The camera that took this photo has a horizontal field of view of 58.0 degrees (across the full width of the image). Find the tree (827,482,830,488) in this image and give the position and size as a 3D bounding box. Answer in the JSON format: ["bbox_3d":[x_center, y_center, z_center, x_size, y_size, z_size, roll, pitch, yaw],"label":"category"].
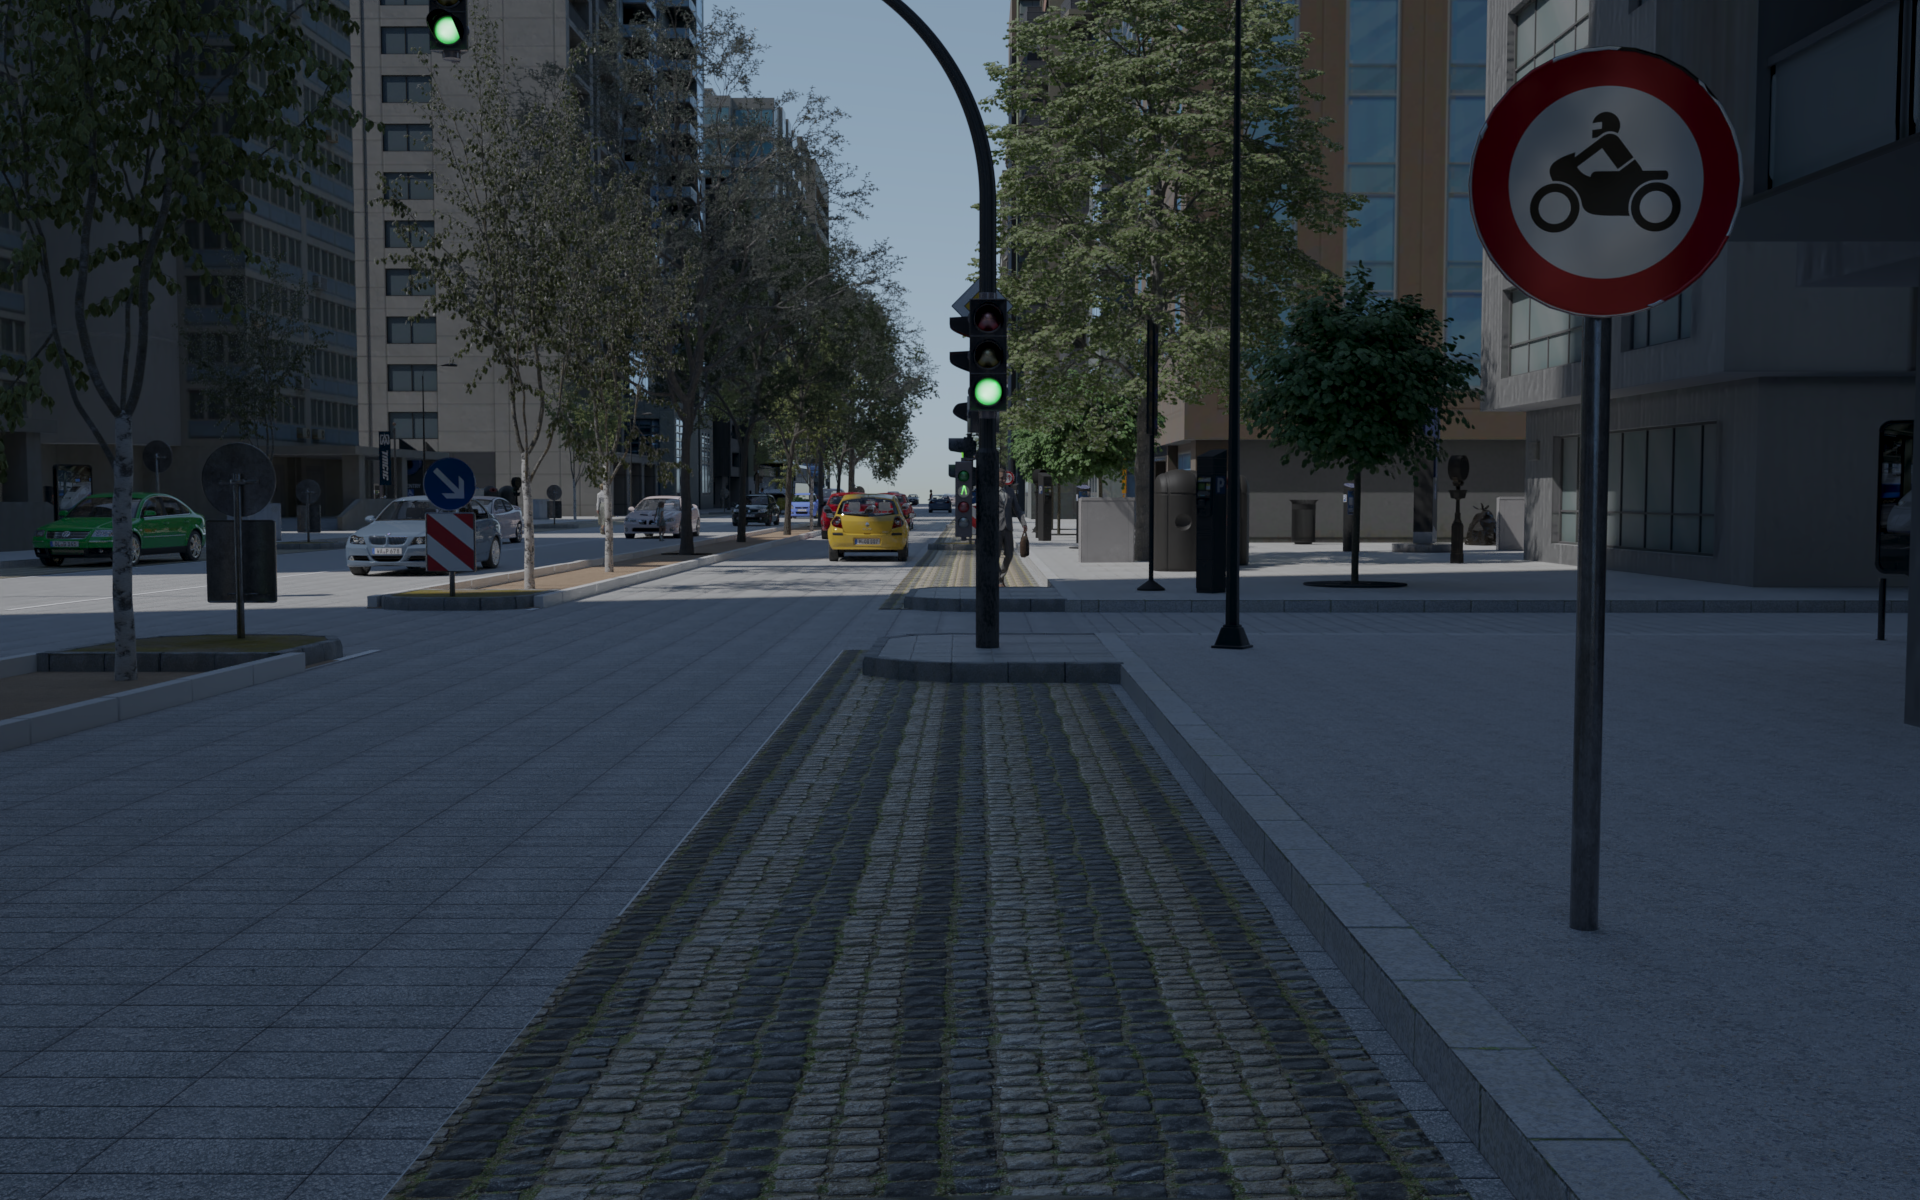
[{"bbox_3d":[-17.840,-14.448,230.828,1.663,3.219,1.824,0,3,0],"label":"tree"}]

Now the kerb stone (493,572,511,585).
[{"bbox_3d":[-7.342,-0.318,27.400,0.120,0.150,1.000,0,4,0],"label":"kerb stone"}]

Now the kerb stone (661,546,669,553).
[{"bbox_3d":[-7.223,-1.193,41.732,0.120,0.150,1.000,0,4,0],"label":"kerb stone"}]

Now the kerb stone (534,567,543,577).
[{"bbox_3d":[-7.324,-0.443,29.444,0.120,0.150,1.000,0,4,0],"label":"kerb stone"}]

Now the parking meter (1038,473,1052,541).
[{"bbox_3d":[2.321,-2.544,47.301,0.255,1.863,0.399,-2,4,-23],"label":"parking meter"}]

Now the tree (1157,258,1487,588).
[{"bbox_3d":[5.577,-2.471,24.109,4.285,4.588,4.351,0,3,0],"label":"tree"}]

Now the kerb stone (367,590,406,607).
[{"bbox_3d":[-7.390,-0.005,22.280,0.120,0.150,1.000,0,4,0],"label":"kerb stone"}]

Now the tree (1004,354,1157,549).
[{"bbox_3d":[3.274,-3.485,40.693,4.285,4.588,4.351,0,3,0],"label":"tree"}]

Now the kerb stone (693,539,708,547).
[{"bbox_3d":[-7.173,-1.571,47.878,0.120,0.150,1.000,0,4,0],"label":"kerb stone"}]

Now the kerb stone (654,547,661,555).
[{"bbox_3d":[-7.233,-1.132,40.708,0.120,0.150,1.000,0,4,0],"label":"kerb stone"}]

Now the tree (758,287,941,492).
[{"bbox_3d":[-5.852,-10.628,93.226,9.611,12.733,9.660,0,3,0],"label":"tree"}]

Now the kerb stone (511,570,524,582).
[{"bbox_3d":[-7.330,-0.378,28.422,0.120,0.150,1.000,0,4,0],"label":"kerb stone"}]

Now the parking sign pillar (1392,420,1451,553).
[{"bbox_3d":[10.328,-3.051,38.351,1.447,3.967,1.447,1,4,20],"label":"parking sign pillar"}]

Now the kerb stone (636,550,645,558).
[{"bbox_3d":[-7.245,-1.003,38.658,0.120,0.150,1.000,0,4,0],"label":"kerb stone"}]

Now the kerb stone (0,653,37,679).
[{"bbox_3d":[-7.457,0.530,13.523,0.120,0.150,1.000,0,4,0],"label":"kerb stone"}]

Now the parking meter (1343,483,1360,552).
[{"bbox_3d":[8.741,-1.850,38.655,0.372,1.533,0.369,0,3,0],"label":"parking meter"}]

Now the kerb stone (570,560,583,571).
[{"bbox_3d":[-7.298,-0.625,32.517,0.120,0.150,1.000,0,4,0],"label":"kerb stone"}]

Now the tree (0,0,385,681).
[{"bbox_3d":[-6.425,-3.695,13.239,4.737,8.622,4.395,0,3,0],"label":"tree"}]

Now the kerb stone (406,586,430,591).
[{"bbox_3d":[-7.381,-0.065,23.311,0.120,0.150,1.000,0,4,0],"label":"kerb stone"}]

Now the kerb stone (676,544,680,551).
[{"bbox_3d":[-7.201,-1.320,43.778,0.120,0.150,1.000,0,4,0],"label":"kerb stone"}]

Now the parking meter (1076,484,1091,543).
[{"bbox_3d":[3.224,-2.254,45.271,0.372,1.533,0.369,0,3,0],"label":"parking meter"}]

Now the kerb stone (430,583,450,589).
[{"bbox_3d":[-7.370,-0.130,24.334,0.120,0.150,1.000,0,4,0],"label":"kerb stone"}]

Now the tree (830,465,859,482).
[{"bbox_3d":[-18.127,-20.244,256.744,9.928,11.665,9.643,0,3,0],"label":"tree"}]

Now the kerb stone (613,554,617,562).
[{"bbox_3d":[-7.268,-0.819,35.583,0.120,0.150,1.000,0,4,0],"label":"kerb stone"}]

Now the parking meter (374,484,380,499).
[{"bbox_3d":[-32.801,-5.610,97.433,0.255,1.863,0.399,-2,4,-29],"label":"parking meter"}]

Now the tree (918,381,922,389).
[{"bbox_3d":[-6.056,-9.036,84.602,8.767,10.594,7.601,0,4,0],"label":"tree"}]

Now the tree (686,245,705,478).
[{"bbox_3d":[-6.380,-4.786,31.078,4.360,8.622,3.978,0,3,0],"label":"tree"}]

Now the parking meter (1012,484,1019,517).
[{"bbox_3d":[3.081,-5.524,96.035,0.255,1.863,0.399,2,4,25],"label":"parking meter"}]

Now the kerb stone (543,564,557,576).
[{"bbox_3d":[-7.322,-0.506,30.466,0.120,0.150,1.000,0,4,0],"label":"kerb stone"}]

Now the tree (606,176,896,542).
[{"bbox_3d":[-6.500,-6.956,50.600,8.767,10.594,7.601,0,4,0],"label":"tree"}]

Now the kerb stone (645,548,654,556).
[{"bbox_3d":[-7.226,-1.070,39.686,0.120,0.150,1.000,0,4,0],"label":"kerb stone"}]

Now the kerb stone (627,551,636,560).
[{"bbox_3d":[-7.263,-0.944,37.629,0.120,0.150,1.000,0,4,0],"label":"kerb stone"}]

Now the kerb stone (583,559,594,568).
[{"bbox_3d":[-7.300,-0.694,33.539,0.120,0.150,1.000,0,4,0],"label":"kerb stone"}]

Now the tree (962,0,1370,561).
[{"bbox_3d":[3.950,-7.024,32.968,7.486,12.596,7.792,0,3,0],"label":"tree"}]

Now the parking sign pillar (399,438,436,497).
[{"bbox_3d":[-26.294,-5.787,83.094,1.447,3.967,1.447,0,4,7],"label":"parking sign pillar"}]

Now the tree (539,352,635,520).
[{"bbox_3d":[-19.085,-8.324,86.467,4.737,8.622,4.395,0,3,0],"label":"tree"}]

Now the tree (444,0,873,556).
[{"bbox_3d":[-6.439,-7.800,40.358,12.009,13.543,11.850,0,3,0],"label":"tree"}]

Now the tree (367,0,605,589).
[{"bbox_3d":[-6.441,-4.444,25.485,4.360,8.622,3.978,0,3,0],"label":"tree"}]

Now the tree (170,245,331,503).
[{"bbox_3d":[-20.456,-6.116,50.354,4.360,8.622,3.978,0,3,0],"label":"tree"}]

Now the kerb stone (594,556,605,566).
[{"bbox_3d":[-7.287,-0.745,34.562,0.120,0.150,1.000,0,4,0],"label":"kerb stone"}]

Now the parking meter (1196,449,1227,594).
[{"bbox_3d":[3.255,-1.023,22.440,0.255,1.863,0.399,3,5,41],"label":"parking meter"}]

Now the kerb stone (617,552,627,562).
[{"bbox_3d":[-7.261,-0.881,36.605,0.120,0.150,1.000,0,4,0],"label":"kerb stone"}]

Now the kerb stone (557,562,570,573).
[{"bbox_3d":[-7.306,-0.568,31.489,0.120,0.150,1.000,0,4,0],"label":"kerb stone"}]

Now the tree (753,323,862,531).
[{"bbox_3d":[-5.692,-6.917,65.918,4.737,8.622,4.395,0,3,0],"label":"tree"}]

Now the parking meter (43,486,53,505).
[{"bbox_3d":[-28.518,-2.805,54.276,0.372,1.533,0.369,0,3,0],"label":"parking meter"}]

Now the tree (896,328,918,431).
[{"bbox_3d":[-6.037,-7.507,59.604,8.767,10.594,7.601,0,4,0],"label":"tree"}]

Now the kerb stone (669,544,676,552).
[{"bbox_3d":[-7.209,-1.257,42.754,0.120,0.150,1.000,0,4,0],"label":"kerb stone"}]

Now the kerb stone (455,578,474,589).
[{"bbox_3d":[-7.358,-0.193,25.356,0.120,0.150,1.000,0,4,0],"label":"kerb stone"}]

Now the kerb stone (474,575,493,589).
[{"bbox_3d":[-7.347,-0.256,26.378,0.120,0.150,1.000,0,4,0],"label":"kerb stone"}]
